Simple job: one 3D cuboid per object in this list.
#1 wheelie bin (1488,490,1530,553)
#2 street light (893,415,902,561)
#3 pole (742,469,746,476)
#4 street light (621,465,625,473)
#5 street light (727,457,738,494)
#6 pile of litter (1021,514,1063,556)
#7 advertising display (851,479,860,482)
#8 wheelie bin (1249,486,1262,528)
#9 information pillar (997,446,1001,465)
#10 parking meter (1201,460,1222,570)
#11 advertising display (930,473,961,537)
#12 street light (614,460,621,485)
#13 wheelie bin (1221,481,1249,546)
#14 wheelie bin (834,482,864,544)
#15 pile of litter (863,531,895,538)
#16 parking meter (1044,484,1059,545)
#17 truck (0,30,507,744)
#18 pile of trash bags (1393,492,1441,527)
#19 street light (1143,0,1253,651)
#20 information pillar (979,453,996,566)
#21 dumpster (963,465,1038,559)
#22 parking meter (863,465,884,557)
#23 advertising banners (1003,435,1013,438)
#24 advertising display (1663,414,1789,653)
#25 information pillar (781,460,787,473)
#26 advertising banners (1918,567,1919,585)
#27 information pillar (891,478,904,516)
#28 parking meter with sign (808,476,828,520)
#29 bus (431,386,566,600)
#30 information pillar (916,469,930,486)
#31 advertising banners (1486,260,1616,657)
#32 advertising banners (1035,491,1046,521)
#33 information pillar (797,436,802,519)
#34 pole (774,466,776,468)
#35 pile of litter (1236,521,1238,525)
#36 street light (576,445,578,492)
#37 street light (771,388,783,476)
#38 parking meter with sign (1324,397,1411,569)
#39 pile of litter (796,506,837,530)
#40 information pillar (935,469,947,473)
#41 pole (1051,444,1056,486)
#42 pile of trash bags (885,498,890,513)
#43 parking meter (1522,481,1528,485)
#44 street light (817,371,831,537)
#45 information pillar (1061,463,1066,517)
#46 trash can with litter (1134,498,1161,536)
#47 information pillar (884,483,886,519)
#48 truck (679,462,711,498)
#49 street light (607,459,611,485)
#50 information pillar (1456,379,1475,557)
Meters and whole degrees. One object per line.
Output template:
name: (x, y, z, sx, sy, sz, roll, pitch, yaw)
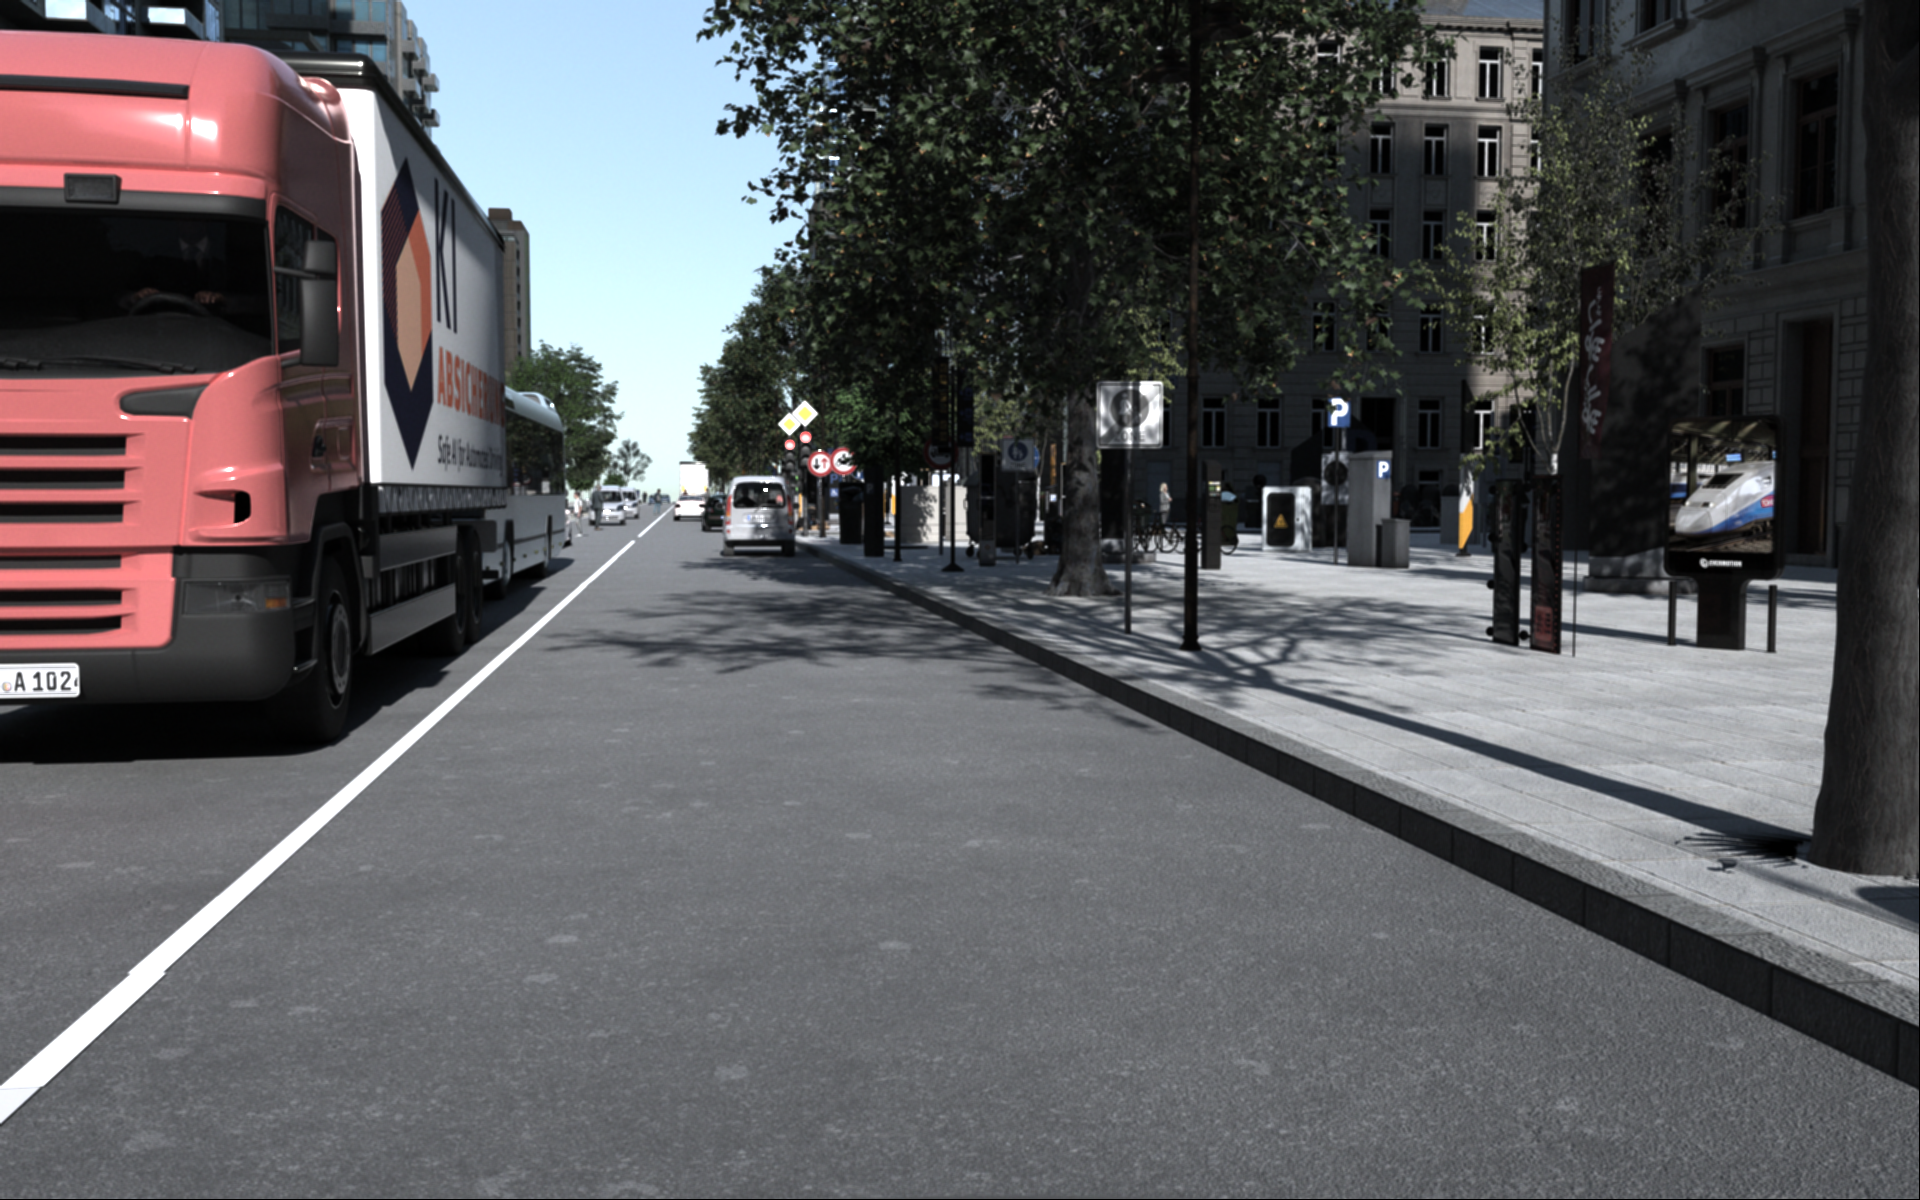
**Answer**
wheelie bin: (11.953, -1.832, 37.853, 0.980, 1.594, 0.693, -2, 4, -32)
street light: (-1.193, -3.677, 32.900, 0.468, 5.910, 1.993, -1, 4, -9)
pole: (-13.538, -7.017, 108.572, 0.158, 3.312, 0.155, 0, 3, 0)
street light: (-49.762, -17.207, 254.121, 0.468, 5.910, 1.993, -1, 4, -9)
street light: (-19.880, -10.919, 151.312, 0.468, 5.910, 1.993, -1, 4, -9)
pile of litter: (1.794, -1.404, 36.913, 1.176, 0.858, 1.719, 2, 4, 31)
advertising display: (-4.300, -4.342, 76.211, 0.974, 1.923, 0.123, 1, 4, 18)
wheelie bin: (11.141, -3.542, 65.827, 0.980, 1.594, 0.693, 1, 4, 14)
information pillar: (1.965, -5.650, 83.732, 0.183, 3.616, 0.504, -3, 5, -39)
parking meter: (4.279, -1.454, 29.484, 0.255, 1.863, 0.399, -1, 4, -9)
advertising display: (-0.451, -2.879, 52.278, 0.974, 1.923, 0.123, -2, 4, -24)
street light: (-46.690, -16.030, 234.879, 0.468, 5.910, 1.993, -1, 4, -9)
wheelie bin: (6.506, -2.144, 42.968, 0.693, 1.594, 0.980, -2, 4, -32)
wheelie bin: (-2.755, -2.237, 44.482, 0.980, 1.594, 0.693, 0, 4, 2)
pile of litter: (-2.560, -2.316, 51.832, 1.176, 0.858, 1.719, -1, 4, -15)
parking meter: (2.286, -2.136, 43.340, 0.372, 1.533, 0.369, 0, 3, 0)
truck: (-5.277, -1.482, 13.144, 2.839, 4.237, 11.283, -1, 4, -9)
pile of trash bags: (17.386, -3.519, 67.292, 1.912, 1.369, 3.447, 3, 4, 36)
street light: (1.897, -2.525, 14.072, 0.468, 5.910, 1.993, -1, 4, -9)
information pillar: (0.489, -1.615, 30.900, 0.304, 2.012, 0.304, 0, 4, 0)
dumpster: (0.816, -1.772, 34.730, 1.264, 1.857, 1.865, -1, 4, -9)
parking meter: (-1.771, -1.822, 35.504, 0.399, 1.863, 0.255, 3, 5, 41)
advertising banners: (0.959, -3.344, 50.870, 0.090, 3.025, 2.074, 3, 4, 37)
advertising display: (6.305, -0.556, 14.301, 0.123, 1.923, 0.974, -3, 5, -39)
information pillar: (-11.401, -7.406, 112.448, 0.504, 3.616, 0.183, 1, 4, 12)
advertising banners: (13.602, -1.727, 24.417, 2.074, 3.025, 0.090, -2, 4, -24)
information pillar: (-2.316, -4.499, 64.908, 0.504, 3.616, 0.183, -1, 4, -11)
parking meter with sign: (-5.806, -4.798, 74.715, 1.738, 3.016, 0.543, -2, 4, -27)
bus: (-7.797, -1.912, 26.115, 2.948, 3.499, 13.247, -1, 4, -8)
information pillar: (-1.085, -2.839, 50.906, 0.304, 2.012, 0.304, -2, 4, -32)
advertising banners: (4.768, -1.093, 14.058, 0.090, 3.025, 2.074, 0, 4, -7)
advertising banners: (3.270, -5.304, 82.901, 2.074, 3.025, 0.090, -1, 4, -12)
information pillar: (-6.406, -4.755, 69.103, 0.183, 3.616, 0.504, -1, 4, -13)
pole: (-13.189, -7.953, 123.872, 0.158, 3.312, 0.155, 0, 3, 0)
pile of litter: (10.936, -3.527, 71.625, 1.176, 0.858, 1.719, 1, 4, 10)
street light: (-33.739, -10.997, 152.595, 0.468, 5.910, 1.993, -1, 4, -9)
street light: (-8.008, -6.298, 75.754, 0.468, 5.910, 1.993, -1, 4, -9)
parking meter with sign: (7.193, -2.091, 30.443, 0.543, 3.016, 1.738, -2, 4, -30)
pile of litter: (-5.148, -2.920, 61.701, 1.719, 0.858, 1.176, -1, 4, -17)
information pillar: (-0.711, -4.244, 60.737, 0.504, 3.616, 0.183, -2, 4, -28)
pole: (3.805, -4.702, 70.728, 0.158, 3.312, 0.155, 0, 3, 0)
pile of trash bags: (-6.469, -6.416, 114.651, 3.447, 1.369, 1.912, -1, 4, -21)
parking meter: (24.771, -4.306, 76.118, 0.255, 1.863, 0.399, 0, 4, 0)
street light: (-4.093, -4.830, 51.757, 0.468, 5.910, 1.993, -1, 4, -9)
information pillar: (2.611, -2.244, 41.188, 0.304, 2.012, 0.304, -3, 5, -42)
trash can with litter: (5.818, -2.590, 53.729, 1.055, 1.170, 0.624, -2, 4, -28)
information pillar: (-2.422, -3.612, 50.411, 0.504, 3.616, 0.183, 2, 4, 30)
truck: (-23.744, -10.174, 155.265, 2.839, 4.237, 11.283, 0, 4, -8)
street light: (-43.733, -14.877, 216.024, 0.468, 5.910, 1.993, -1, 4, -9)
information pillar: (10.406, -2.705, 35.576, 0.183, 3.616, 0.504, 3, 5, 41)
